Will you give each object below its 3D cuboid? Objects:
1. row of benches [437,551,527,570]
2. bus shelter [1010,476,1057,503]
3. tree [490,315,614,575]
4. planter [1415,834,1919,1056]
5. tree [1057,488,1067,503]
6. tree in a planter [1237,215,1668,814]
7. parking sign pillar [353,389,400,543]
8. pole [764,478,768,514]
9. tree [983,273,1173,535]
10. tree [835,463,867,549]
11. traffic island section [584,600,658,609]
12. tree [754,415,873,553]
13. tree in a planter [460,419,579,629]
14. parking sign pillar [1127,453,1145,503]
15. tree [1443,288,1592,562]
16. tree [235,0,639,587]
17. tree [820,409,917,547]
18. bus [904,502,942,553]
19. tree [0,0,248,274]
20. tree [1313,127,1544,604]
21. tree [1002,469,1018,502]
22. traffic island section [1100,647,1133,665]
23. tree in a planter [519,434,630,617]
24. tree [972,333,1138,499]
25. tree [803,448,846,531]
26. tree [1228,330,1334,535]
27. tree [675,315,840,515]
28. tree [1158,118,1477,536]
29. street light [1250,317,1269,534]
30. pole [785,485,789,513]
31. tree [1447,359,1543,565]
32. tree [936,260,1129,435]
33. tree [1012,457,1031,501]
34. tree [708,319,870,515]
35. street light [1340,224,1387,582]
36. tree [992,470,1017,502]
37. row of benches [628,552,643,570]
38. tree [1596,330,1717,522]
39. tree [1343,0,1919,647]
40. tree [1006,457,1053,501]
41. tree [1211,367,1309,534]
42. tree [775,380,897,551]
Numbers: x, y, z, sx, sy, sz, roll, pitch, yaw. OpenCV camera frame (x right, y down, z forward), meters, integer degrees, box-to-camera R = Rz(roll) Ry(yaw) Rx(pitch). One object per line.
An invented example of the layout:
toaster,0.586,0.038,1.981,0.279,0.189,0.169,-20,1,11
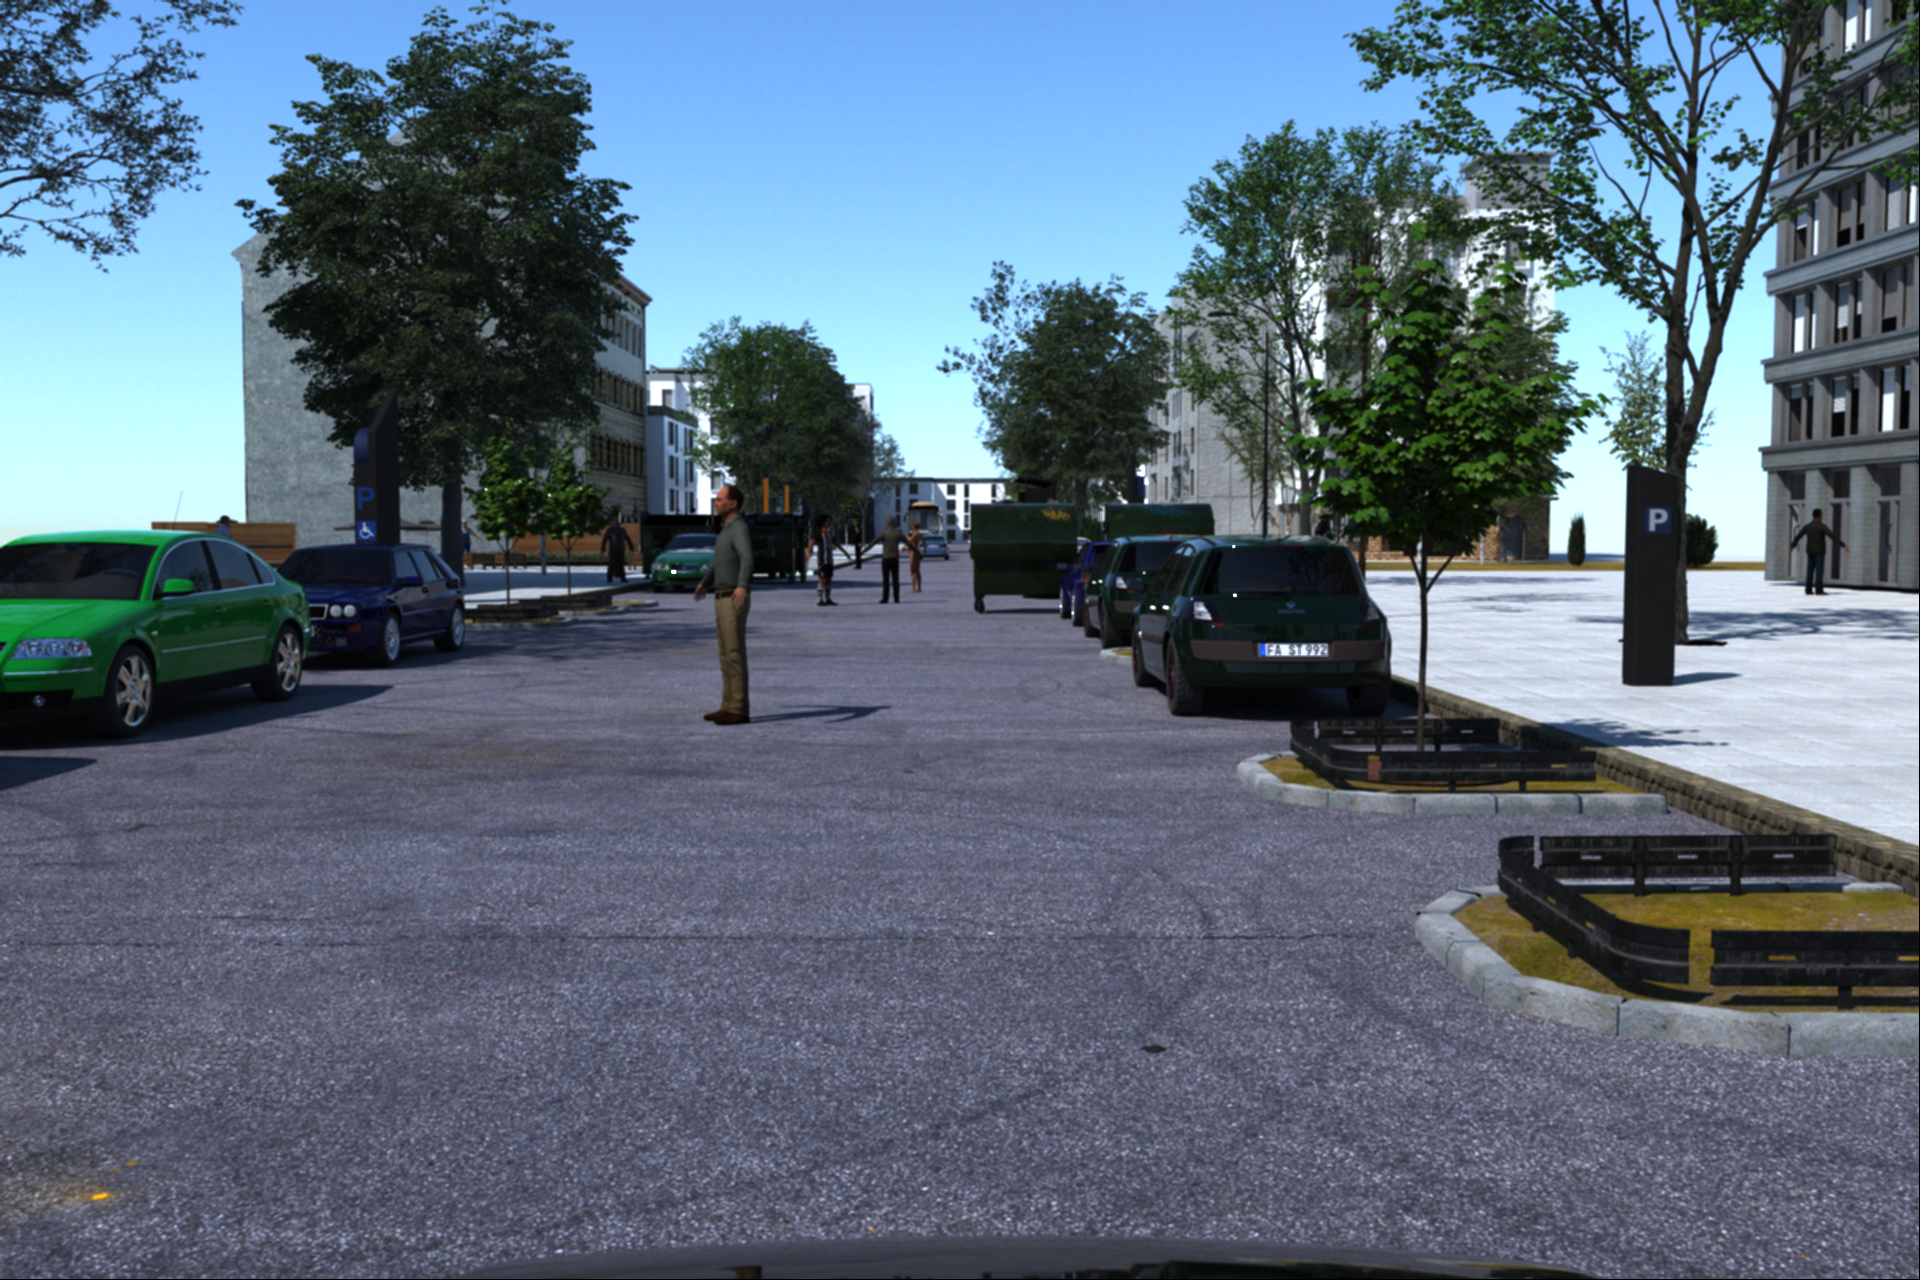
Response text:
row of benches,-17.439,-2.903,62.927,1.422,0.672,4.104,3,4,36
bus shelter,3.106,-5.014,73.263,1.731,3.624,6.357,0,4,-1
tree,-13.106,-6.327,53.814,4.360,8.622,3.978,0,3,0
planter,2.600,0.942,5.740,1.991,0.319,1.994,0,4,1
tree,14.908,-19.481,252.932,7.601,10.594,8.767,0,4,3
tree in a planter,2.627,-0.767,9.758,1.991,3.239,1.994,0,3,0
parking sign pillar,-10.619,-2.635,31.558,1.447,3.967,1.447,0,4,-1
pole,-7.098,-4.255,63.410,0.158,3.312,0.155,0,3,0
tree,5.872,-10.941,85.547,9.857,13.997,8.962,0,3,0
tree,-9.579,-11.902,144.955,4.737,8.622,4.395,0,3,0
traffic island section,-7.030,-0.690,34.154,1.991,0.108,1.994,0,4,1
tree,-10.080,-11.138,116.519,8.767,10.594,7.601,0,4,-4
tree in a planter,-7.079,-1.824,27.037,1.991,3.239,1.994,0,4,1
parking sign pillar,5.933,-4.290,58.619,1.447,3.967,1.447,0,4,0
tree,24.963,-9.882,79.697,7.486,12.596,7.792,0,3,0
tree,-12.452,-8.272,41.904,9.857,13.997,8.962,0,3,0
tree,-9.265,-15.698,167.037,12.009,13.543,11.850,0,3,0
bus,-2.748,-8.860,136.412,2.896,3.916,12.252,0,4,0
tree,-12.554,-6.528,17.109,12.009,13.543,11.850,0,3,0
tree,8.553,-4.989,31.937,4.360,8.622,3.978,0,3,0
tree,5.590,-12.686,157.776,4.360,8.622,3.978,0,3,0
traffic island section,2.621,0.191,19.739,1.991,0.108,1.994,0,4,0
tree in a planter,-7.016,-2.066,30.995,1.991,3.239,1.994,0,4,1
tree,5.422,-11.749,102.469,12.009,13.543,11.850,0,3,0
tree,-9.404,-10.749,126.104,4.360,8.622,3.978,0,3,0
tree,11.910,-6.846,62.288,4.360,8.622,3.978,0,3,0
tree,-9.513,-9.532,81.603,9.928,11.665,9.643,0,3,0
tree,8.655,-7.139,42.470,9.928,11.665,9.643,0,3,0
street light,6.931,-3.891,36.162,1.470,5.913,1.316,0,4,0
pole,-7.263,-4.822,72.680,0.158,3.312,0.155,0,3,0
tree,22.051,-7.449,72.148,4.737,8.622,4.395,0,3,0
tree,5.026,-16.173,120.315,12.611,20.169,13.585,0,3,0
tree,6.104,-12.185,149.581,4.737,8.622,4.395,0,3,0
tree,-10.098,-11.926,101.646,9.857,13.997,8.962,0,3,0
street light,6.114,-3.268,26.218,0.468,5.910,1.993,0,4,0
tree,5.537,-13.050,163.726,4.360,8.622,3.978,0,3,0
row of benches,-9.695,-2.816,61.508,4.104,0.672,1.422,0,4,8
tree,24.648,-6.825,61.948,4.737,8.622,4.395,0,3,0
tree,8.489,-5.757,19.881,9.928,11.665,9.643,0,3,0
tree,6.006,-11.380,136.422,4.737,8.622,4.395,0,3,0
tree,12.725,-7.698,76.228,4.360,8.622,3.978,0,3,0
tree,-10.003,-13.755,135.257,12.009,13.543,11.850,0,3,0
